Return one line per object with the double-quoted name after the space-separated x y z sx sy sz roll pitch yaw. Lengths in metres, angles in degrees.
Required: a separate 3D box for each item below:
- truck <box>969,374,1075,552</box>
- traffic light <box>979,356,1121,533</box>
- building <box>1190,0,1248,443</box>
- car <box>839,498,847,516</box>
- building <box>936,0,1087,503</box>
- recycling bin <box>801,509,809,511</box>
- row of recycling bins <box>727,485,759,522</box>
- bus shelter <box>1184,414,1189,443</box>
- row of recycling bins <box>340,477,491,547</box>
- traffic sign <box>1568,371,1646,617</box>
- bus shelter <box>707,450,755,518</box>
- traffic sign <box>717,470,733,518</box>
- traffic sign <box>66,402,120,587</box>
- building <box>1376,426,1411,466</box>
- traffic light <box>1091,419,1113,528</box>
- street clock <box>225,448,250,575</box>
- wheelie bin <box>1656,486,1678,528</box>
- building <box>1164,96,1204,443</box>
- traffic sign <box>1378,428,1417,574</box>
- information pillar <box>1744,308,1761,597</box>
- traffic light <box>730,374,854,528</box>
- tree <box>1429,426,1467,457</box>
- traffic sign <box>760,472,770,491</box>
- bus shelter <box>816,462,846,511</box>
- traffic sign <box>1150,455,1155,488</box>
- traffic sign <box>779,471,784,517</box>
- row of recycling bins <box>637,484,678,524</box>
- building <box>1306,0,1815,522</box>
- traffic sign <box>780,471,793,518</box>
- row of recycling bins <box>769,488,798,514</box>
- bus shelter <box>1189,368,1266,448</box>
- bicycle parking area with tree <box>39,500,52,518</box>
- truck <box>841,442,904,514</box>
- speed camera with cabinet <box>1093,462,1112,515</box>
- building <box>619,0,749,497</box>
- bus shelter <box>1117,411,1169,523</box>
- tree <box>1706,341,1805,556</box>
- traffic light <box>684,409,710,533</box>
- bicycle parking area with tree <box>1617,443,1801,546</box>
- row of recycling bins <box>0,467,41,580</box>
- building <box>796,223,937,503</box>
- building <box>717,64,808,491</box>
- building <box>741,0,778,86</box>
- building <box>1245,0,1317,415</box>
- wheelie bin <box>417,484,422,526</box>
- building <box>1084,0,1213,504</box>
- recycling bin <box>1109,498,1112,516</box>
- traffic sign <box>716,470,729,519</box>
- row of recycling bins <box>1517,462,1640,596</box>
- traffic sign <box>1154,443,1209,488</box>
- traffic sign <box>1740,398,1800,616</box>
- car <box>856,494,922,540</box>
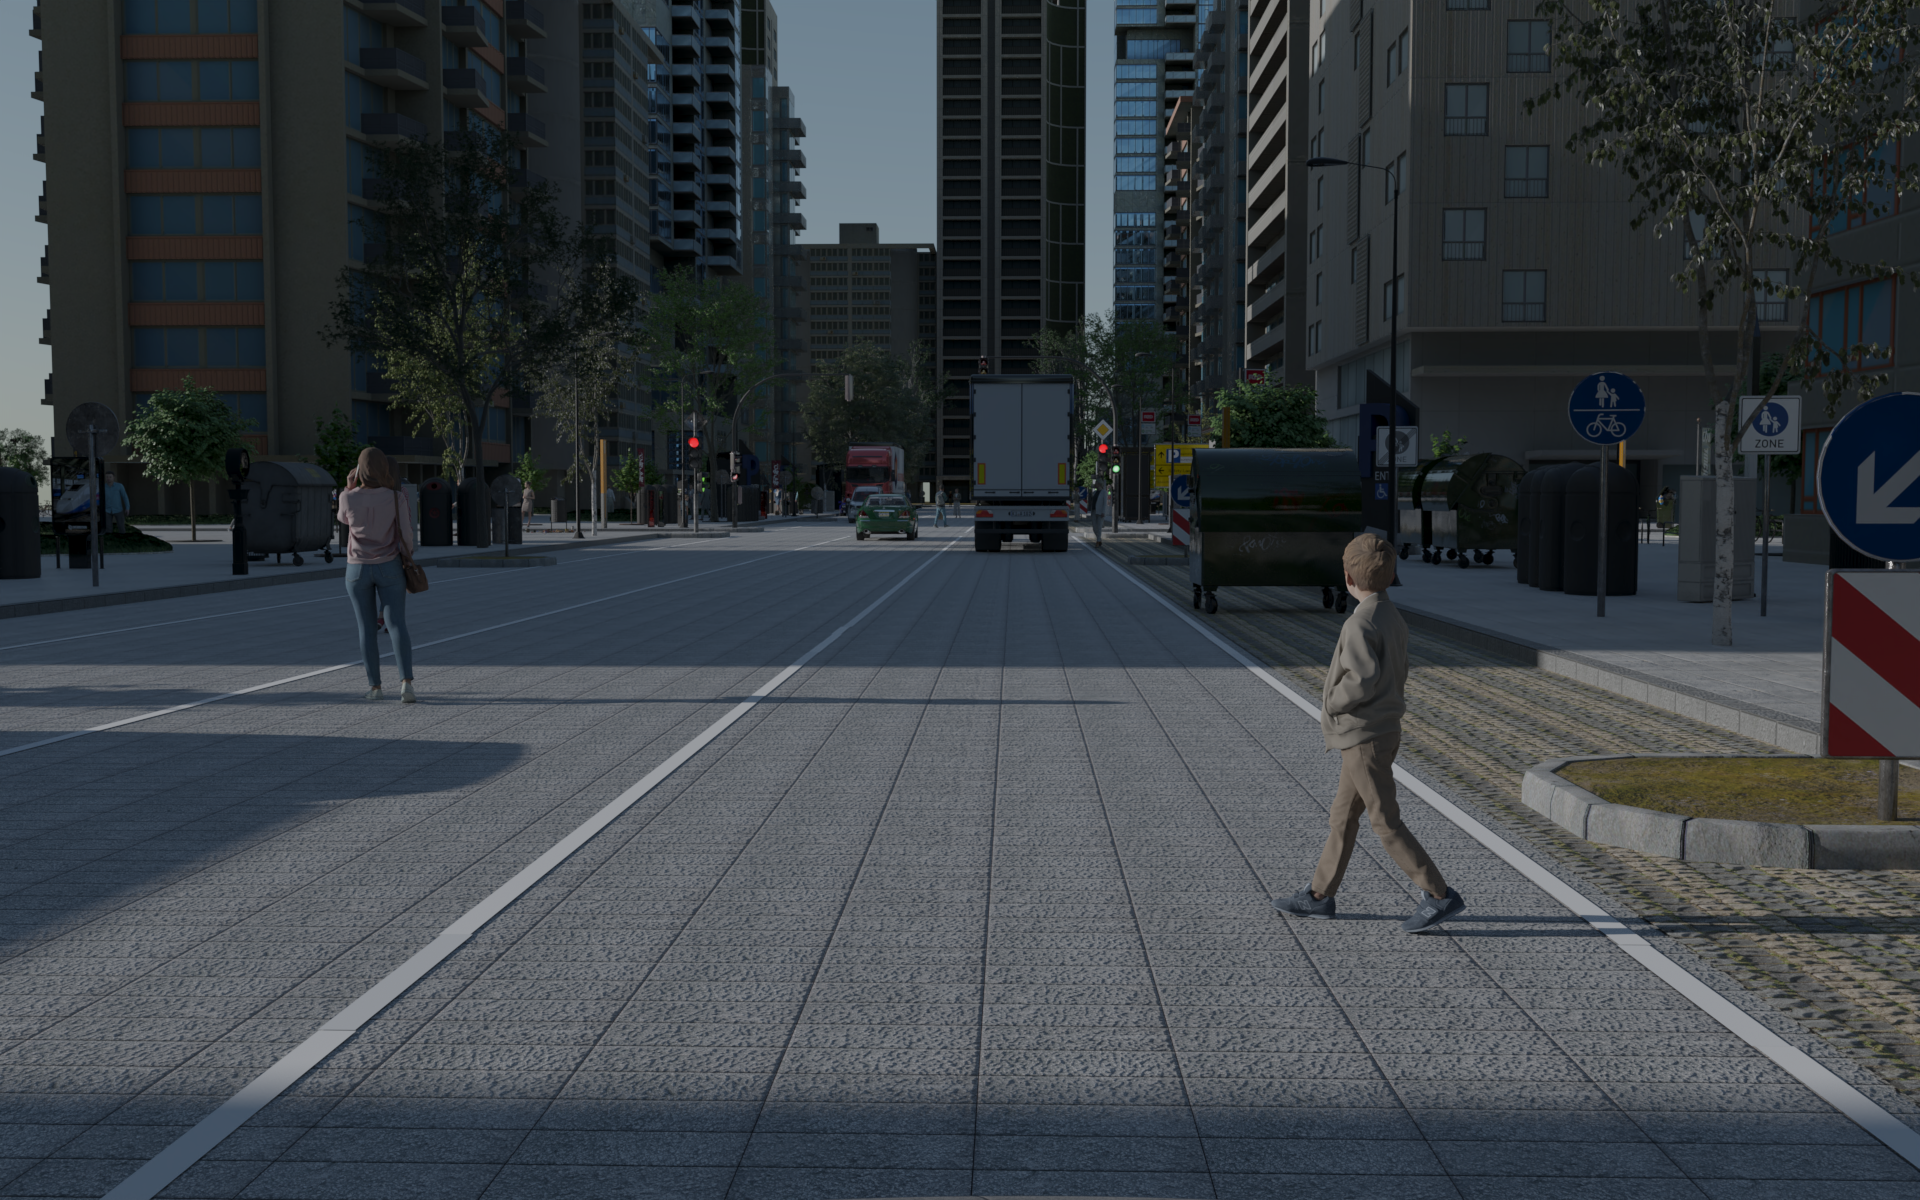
1.638 -3.506 46.234 2.839 4.237 11.283 0 4 2 "truck"
3.002 -5.038 57.043 4.771 5.953 1.251 0 4 2 "traffic light"
33.118 -32.954 158.404 23.786 49.044 30.456 0 4 2 "building"
-6.900 -6.140 112.961 1.945 1.354 3.894 0 3 0 "car"
7.368 -49.283 244.024 20.611 71.187 20.563 0 4 2 "building"
-11.643 -7.078 128.282 0.722 1.027 0.722 2 4 32 "recycling bin"
-10.143 -4.536 81.284 1.069 1.692 3.534 0 4 6 "row of recycling bins"
10.983 -6.546 84.666 2.179 5.291 8.768 0 4 2 "bus shelter"
-13.376 -2.169 42.583 3.534 1.692 1.069 -1 4 -20 "row of recycling bins"
6.704 -1.097 18.036 0.768 2.556 0.104 1 4 10 "traffic sign"
-12.696 -6.421 96.264 1.731 3.624 6.357 0 4 2 "bus shelter"
-12.454 -5.623 91.934 0.884 2.594 0.081 0 4 3 "traffic sign"
-11.994 -1.459 23.957 0.768 2.556 0.104 0 4 4 "traffic sign"
62.898 -42.870 242.919 28.212 58.520 21.231 0 4 2 "building"
5.346 -4.659 65.100 0.839 4.253 0.868 0 4 2 "traffic light"
-11.435 -1.400 27.464 0.358 2.002 0.471 0 4 -3 "street clock"
26.429 -3.478 64.774 0.693 1.594 0.980 2 4 31 "wheelie bin"
33.880 -32.667 188.731 22.147 44.769 28.867 0 4 2 "building"
6.608 -1.475 26.252 0.606 2.300 0.079 0 4 7 "traffic sign"
9.840 -1.846 21.543 0.183 3.616 0.504 1 4 17 "information pillar"
-6.415 -5.555 65.487 4.771 5.953 1.251 0 4 2 "traffic light"
13.346 -3.257 47.861 1.663 3.219 1.824 0 3 0 "tree"
-11.606 -6.237 101.981 0.884 2.594 0.081 1 4 8 "traffic sign"
-9.730 -8.559 131.222 1.731 3.624 6.357 0 4 2 "bus shelter"
9.350 -5.857 89.628 2.265 3.308 0.079 0 4 2 "traffic sign"
-9.843 -5.876 96.174 0.768 2.556 0.104 0 4 4 "traffic sign"
-12.910 -4.138 74.771 1.069 1.692 3.534 1 4 14 "row of recycling bins"
33.103 -30.524 88.301 27.495 52.752 28.713 0 4 2 "building"
-9.514 -5.772 94.471 0.768 2.556 0.104 0 4 6 "traffic sign"
-11.674 -6.520 113.715 1.069 1.692 3.534 -2 4 -33 "row of recycling bins"
8.622 -4.601 52.857 2.179 5.291 8.768 0 4 2 "bus shelter"
-51.487 -7.189 104.534 9.016 4.147 8.231 1 4 14 "bicycle parking area with tree"
-4.699 -6.540 95.841 2.839 4.237 11.283 0 4 2 "truck"
8.802 -6.747 104.649 0.660 3.252 2.038 -2 4 -28 "speed camera with cabinet"
-30.663 -51.523 155.074 22.319 86.520 31.000 0 4 2 "building"
8.281 -6.333 81.182 2.179 5.291 8.768 0 4 2 "bus shelter"
17.372 -3.197 35.977 4.285 4.588 4.351 0 3 0 "tree"
-8.760 -4.197 57.537 0.839 4.253 0.868 0 4 2 "traffic light"
19.122 -3.437 43.197 8.231 4.147 9.016 2 4 24 "bicycle parking area with tree"
-14.871 -1.093 24.987 1.069 1.692 3.534 1 4 16 "row of recycling bins"
-14.752 -34.204 251.112 23.993 40.220 32.217 0 4 2 "building"
-32.886 -35.128 193.952 30.456 49.044 23.786 0 4 2 "building"
-37.219 -49.358 245.256 20.611 71.187 20.563 0 4 2 "building"
33.267 -30.842 127.966 21.300 48.544 21.600 0 4 2 "building"
-17.057 -2.914 55.559 0.980 1.594 0.693 -2 4 -26 "wheelie bin"
33.177 -56.919 243.298 31.000 86.520 22.319 0 4 2 "building"
9.265 -5.493 102.365 0.722 1.027 0.722 -1 4 -18 "recycling bin"
-12.365 -5.487 89.826 0.768 2.556 0.104 0 4 2 "traffic sign"
8.268 -0.997 23.412 1.069 1.692 3.534 0 4 6 "row of recycling bins"
8.942 -4.629 69.553 2.265 3.308 0.079 0 4 4 "traffic sign"
8.430 -0.977 18.103 0.606 2.300 0.079 1 4 9 "traffic sign"
-2.287 -2.638 54.921 2.131 1.459 4.920 0 4 1 "car"
